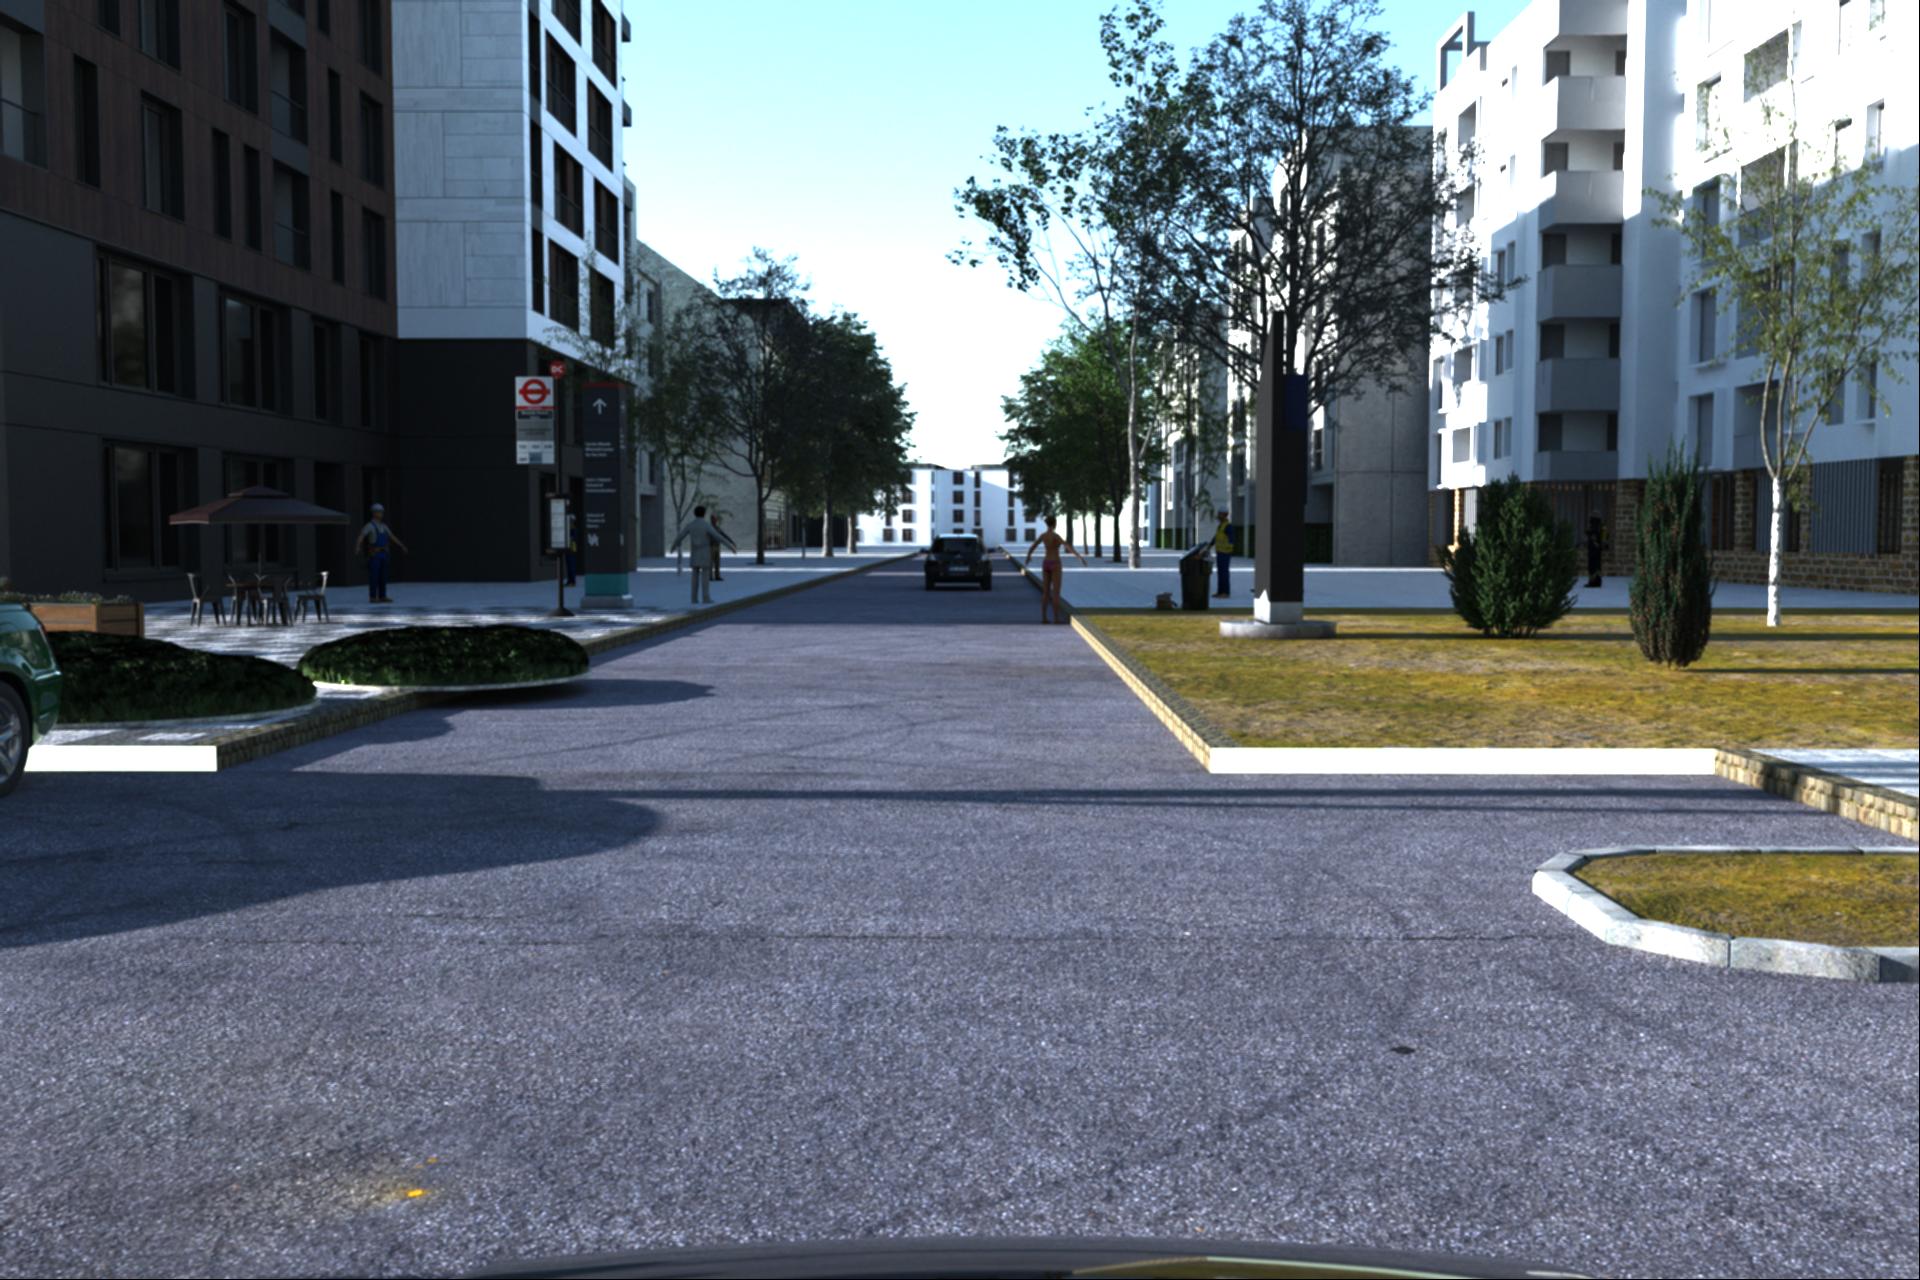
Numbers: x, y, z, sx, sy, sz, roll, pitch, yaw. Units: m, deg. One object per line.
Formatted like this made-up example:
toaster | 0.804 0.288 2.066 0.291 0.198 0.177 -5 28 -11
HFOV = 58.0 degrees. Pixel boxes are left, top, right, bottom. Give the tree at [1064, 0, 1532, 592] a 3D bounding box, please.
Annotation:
tree | 7.111 -7.800 37.897 12.009 13.543 11.850 0 3 0

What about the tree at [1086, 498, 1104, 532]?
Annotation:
tree | 16.750 -15.779 208.349 4.360 8.622 3.978 0 3 0

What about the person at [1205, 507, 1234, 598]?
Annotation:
person | 5.284 -1.773 34.950 0.705 1.833 1.349 -1 4 -12

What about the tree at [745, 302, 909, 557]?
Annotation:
tree | -7.446 -11.656 97.232 9.857 13.997 8.962 0 3 0

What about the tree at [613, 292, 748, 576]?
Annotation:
tree | -8.607 -6.277 52.989 4.360 8.622 3.978 0 3 0

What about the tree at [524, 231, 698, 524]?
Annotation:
tree | -9.028 -5.670 43.060 4.360 8.622 3.978 0 3 0

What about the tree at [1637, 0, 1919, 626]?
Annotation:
tree | 11.154 -4.505 24.015 4.360 8.622 3.978 0 3 0

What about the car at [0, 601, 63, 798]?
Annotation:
car | -6.121 0.232 7.997 2.131 1.459 4.920 0 4 1

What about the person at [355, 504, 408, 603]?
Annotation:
person | -10.869 -1.623 32.398 0.705 1.847 1.347 2 4 24

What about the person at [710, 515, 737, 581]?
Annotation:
person | -6.734 -2.525 47.552 1.348 1.796 0.705 -3 5 -44

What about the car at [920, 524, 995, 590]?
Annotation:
car | -0.055 -2.182 45.462 2.009 1.686 4.222 0 4 -1

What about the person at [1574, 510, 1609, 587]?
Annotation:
person | 15.272 -2.198 41.722 1.354 1.856 0.705 -3 4 -37

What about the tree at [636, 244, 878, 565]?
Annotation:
tree | -8.326 -9.929 72.701 12.009 13.543 11.850 0 3 0

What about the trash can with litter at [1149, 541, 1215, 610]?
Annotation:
trash can with litter | 3.737 -1.088 29.181 1.055 1.170 0.624 0 4 0

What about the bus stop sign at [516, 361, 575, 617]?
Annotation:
bus stop sign | -6.426 -2.332 26.831 0.855 3.939 0.416 0 3 0

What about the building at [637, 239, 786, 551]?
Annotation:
building | -24.031 -18.700 136.681 19.493 23.208 18.063 0 4 0

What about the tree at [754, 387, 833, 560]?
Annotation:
tree | -7.581 -8.309 86.216 4.360 8.622 3.978 0 3 0

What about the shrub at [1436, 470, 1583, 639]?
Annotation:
shrub | 6.801 -1.064 21.442 1.661 2.075 1.752 0 3 0

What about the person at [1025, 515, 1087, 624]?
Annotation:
person | 1.515 -1.128 27.709 1.217 1.733 0.721 3 5 41

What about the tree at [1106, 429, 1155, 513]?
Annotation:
tree | 20.838 -17.755 200.662 12.009 13.543 11.850 0 3 0

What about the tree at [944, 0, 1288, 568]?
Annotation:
tree | 5.633 -12.679 63.190 12.611 20.169 13.585 0 3 0

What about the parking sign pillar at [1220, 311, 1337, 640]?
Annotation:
parking sign pillar | 3.990 -2.028 21.627 1.447 3.967 1.447 0 4 1

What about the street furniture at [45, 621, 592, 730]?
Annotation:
street furniture | -8.264 0.099 14.010 10.072 0.657 5.734 0 4 -4

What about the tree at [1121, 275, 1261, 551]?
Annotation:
tree | 6.231 -5.993 48.349 4.360 8.622 3.978 0 3 0

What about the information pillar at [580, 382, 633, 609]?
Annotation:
information pillar | -6.119 -2.480 29.920 0.750 3.857 0.750 0 4 2

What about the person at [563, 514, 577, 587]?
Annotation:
person | -9.594 -2.190 42.270 0.721 1.772 1.216 -2 4 -27

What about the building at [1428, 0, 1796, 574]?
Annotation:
building | 22.947 -12.713 64.278 16.016 20.090 11.380 0 4 1

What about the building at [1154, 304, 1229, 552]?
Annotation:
building | 25.844 -16.818 141.426 16.747 18.905 31.486 0 4 1

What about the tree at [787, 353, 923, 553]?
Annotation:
tree | -7.263 -12.711 114.478 9.857 13.997 8.962 0 3 0

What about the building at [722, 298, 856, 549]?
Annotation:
building | -25.184 -19.739 166.709 27.936 21.610 32.646 0 4 1

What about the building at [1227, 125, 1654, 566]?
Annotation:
building | 23.507 -13.287 83.694 16.747 18.905 31.486 0 4 1

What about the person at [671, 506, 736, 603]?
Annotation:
person | -4.818 -1.594 32.256 1.347 1.806 0.705 1 4 18

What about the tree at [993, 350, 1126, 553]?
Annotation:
tree | 7.307 -12.859 116.895 9.857 13.997 8.962 0 3 0

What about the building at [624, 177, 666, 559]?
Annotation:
building | -24.857 -13.073 80.205 16.747 18.905 31.486 0 4 0

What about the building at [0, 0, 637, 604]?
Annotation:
building | -25.294 -12.181 43.138 27.936 21.610 32.646 0 4 1

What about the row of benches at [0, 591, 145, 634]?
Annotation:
row of benches | -10.823 -0.224 19.123 4.104 0.672 1.422 1 4 21

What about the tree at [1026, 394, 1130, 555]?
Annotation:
tree | 7.454 -10.537 106.689 7.601 10.594 8.767 1 4 12

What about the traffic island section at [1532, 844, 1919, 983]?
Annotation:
traffic island section | 3.271 1.000 6.514 1.991 0.108 1.994 0 4 2

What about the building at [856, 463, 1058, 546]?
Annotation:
building | -2.726 -15.940 205.222 28.070 9.664 9.099 1 4 10

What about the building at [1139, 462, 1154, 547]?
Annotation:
building | 23.556 -14.232 174.834 9.099 9.664 28.070 0 4 1

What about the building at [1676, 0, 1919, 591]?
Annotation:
building | 25.133 -11.600 46.086 16.016 20.090 11.380 0 4 1

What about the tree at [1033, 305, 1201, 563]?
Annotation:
tree | 7.105 -9.311 77.984 9.928 11.665 9.643 0 3 0

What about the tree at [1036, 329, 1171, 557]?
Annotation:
tree | 7.882 -10.814 94.928 7.486 12.596 7.792 0 3 0

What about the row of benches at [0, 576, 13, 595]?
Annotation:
row of benches | -14.118 -0.590 25.105 1.422 0.672 4.104 -2 4 -28
